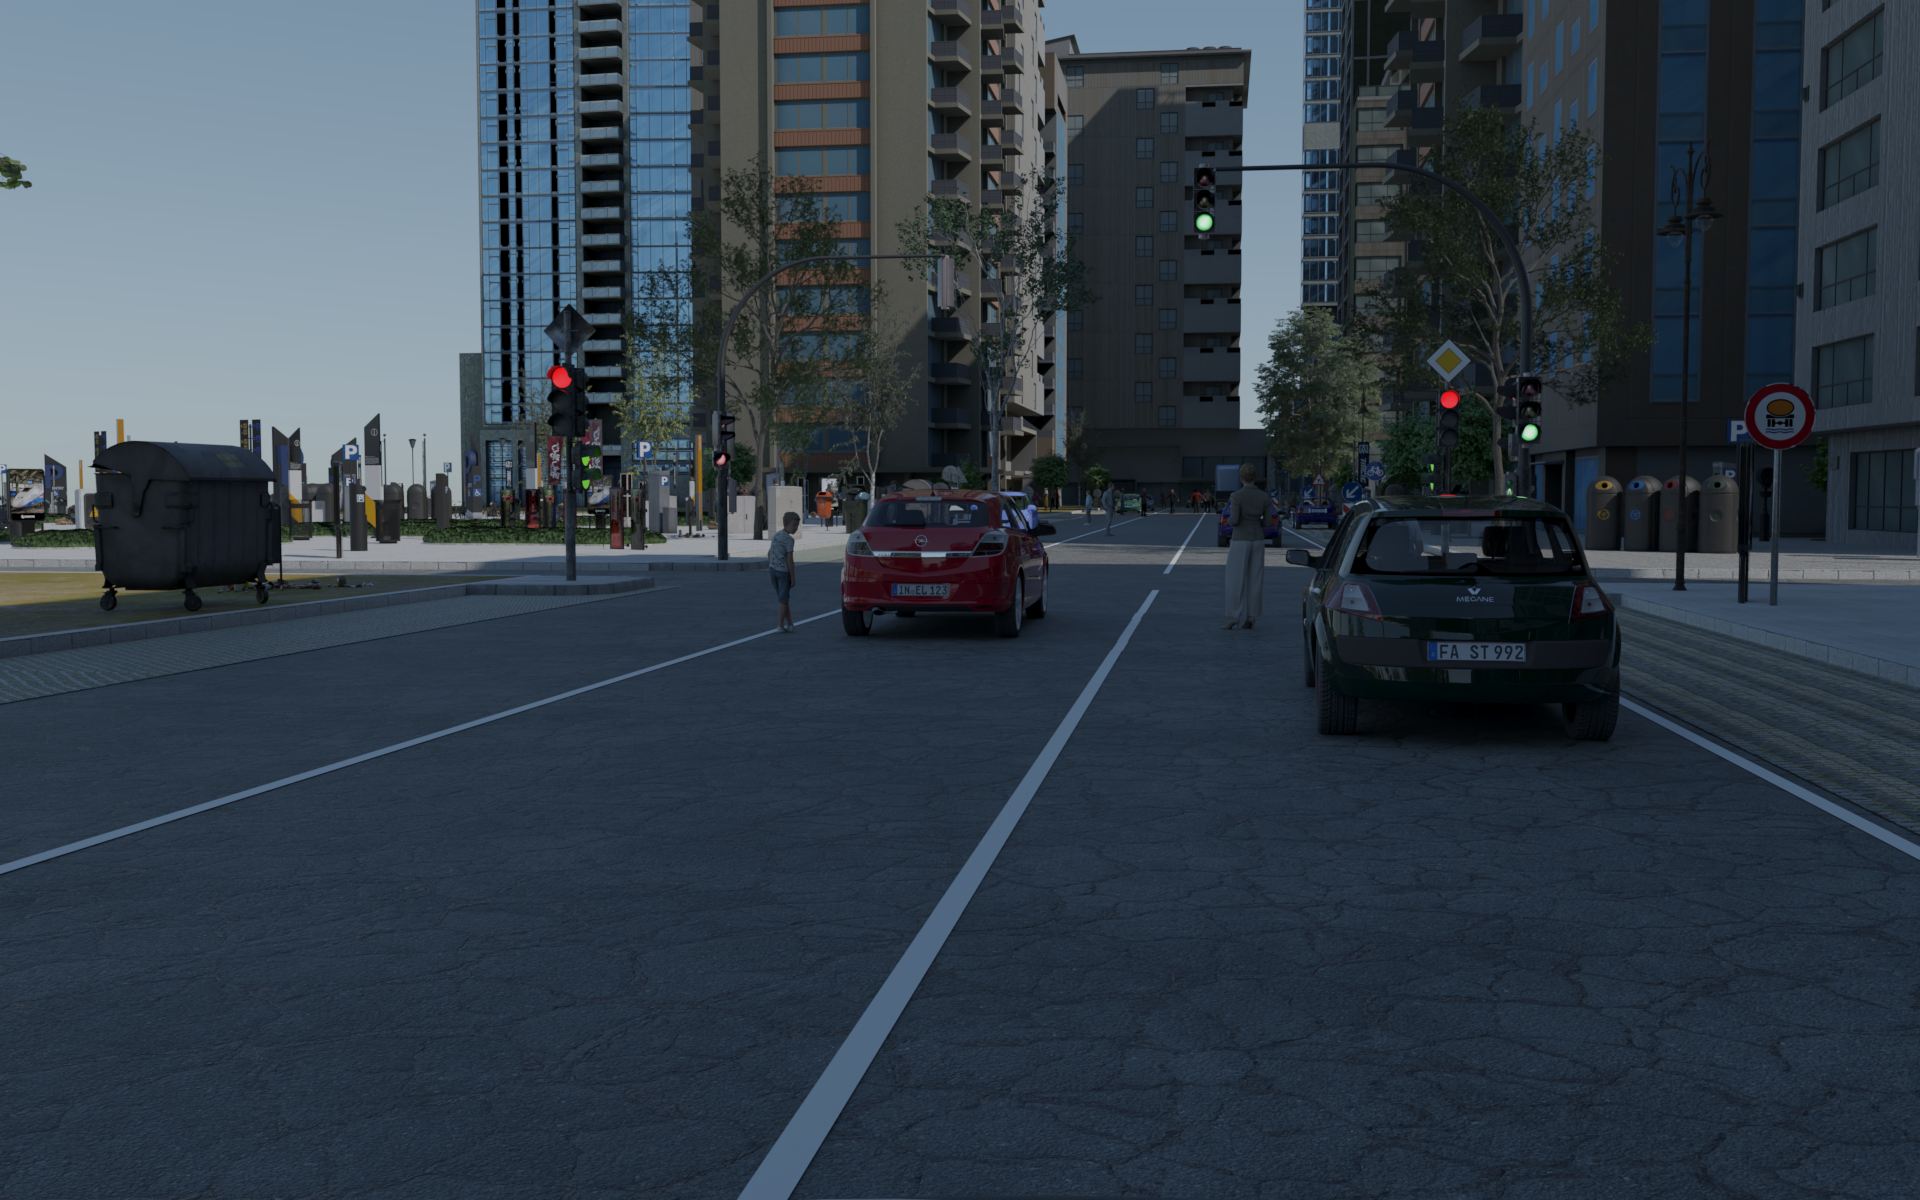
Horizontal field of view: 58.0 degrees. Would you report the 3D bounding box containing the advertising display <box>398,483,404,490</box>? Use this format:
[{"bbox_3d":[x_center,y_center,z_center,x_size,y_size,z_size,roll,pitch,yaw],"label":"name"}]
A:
[{"bbox_3d":[-32.831,-5.903,101.720,0.123,1.923,0.974,-2,4,-30],"label":"advertising display"}]

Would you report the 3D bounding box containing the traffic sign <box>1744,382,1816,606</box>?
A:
[{"bbox_3d":[9.369,-1.209,19.870,0.768,2.556,0.104,1,4,9],"label":"traffic sign"}]

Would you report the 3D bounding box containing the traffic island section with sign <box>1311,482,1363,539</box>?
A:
[{"bbox_3d":[12.509,-2.896,55.979,1.989,1.847,2.006,1,4,8],"label":"traffic island section with sign"}]

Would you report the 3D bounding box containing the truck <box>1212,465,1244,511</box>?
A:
[{"bbox_3d":[24.040,-10.073,154.445,2.967,4.110,18.799,0,4,8],"label":"truck"}]

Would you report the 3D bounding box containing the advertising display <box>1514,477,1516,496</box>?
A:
[{"bbox_3d":[21.589,-3.750,66.531,0.974,1.923,0.123,3,5,43],"label":"advertising display"}]

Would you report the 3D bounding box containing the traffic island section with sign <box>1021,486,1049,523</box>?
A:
[{"bbox_3d":[3.297,-4.645,84.576,1.989,1.847,2.006,1,4,8],"label":"traffic island section with sign"}]

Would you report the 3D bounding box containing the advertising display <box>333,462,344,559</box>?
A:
[{"bbox_3d":[-12.472,-1.808,34.775,0.123,1.923,0.974,-1,4,-15],"label":"advertising display"}]

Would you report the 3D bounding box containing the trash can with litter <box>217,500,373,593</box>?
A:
[{"bbox_3d":[-9.029,-0.758,23.452,2.233,1.210,1.678,-3,4,-36],"label":"trash can with litter"}]

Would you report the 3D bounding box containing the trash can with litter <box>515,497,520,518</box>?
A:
[{"bbox_3d":[-16.495,-3.199,63.688,0.624,1.170,1.055,-1,4,-19],"label":"trash can with litter"}]

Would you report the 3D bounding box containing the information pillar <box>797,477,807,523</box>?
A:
[{"bbox_3d":[-6.959,-4.357,75.729,0.304,2.012,0.304,-1,4,-11],"label":"information pillar"}]

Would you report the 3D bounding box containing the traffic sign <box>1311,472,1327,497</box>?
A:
[{"bbox_3d":[20.988,-6.196,101.303,0.884,2.594,0.081,1,4,9],"label":"traffic sign"}]

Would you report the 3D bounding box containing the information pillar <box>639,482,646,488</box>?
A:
[{"bbox_3d":[-18.904,-6.030,103.084,0.304,2.012,0.304,2,4,23],"label":"information pillar"}]

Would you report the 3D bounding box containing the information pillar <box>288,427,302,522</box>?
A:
[{"bbox_3d":[-23.293,-4.241,60.695,0.183,3.616,0.504,2,4,31],"label":"information pillar"}]

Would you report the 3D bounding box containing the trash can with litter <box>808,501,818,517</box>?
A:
[{"bbox_3d":[-8.388,-5.156,95.685,1.055,1.170,0.624,0,4,-7],"label":"trash can with litter"}]

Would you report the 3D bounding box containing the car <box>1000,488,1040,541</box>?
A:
[{"bbox_3d":[1.338,-2.550,51.280,1.945,1.707,3.694,1,4,10],"label":"car"}]

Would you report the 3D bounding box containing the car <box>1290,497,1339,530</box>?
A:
[{"bbox_3d":[14.507,-3.559,70.766,1.945,1.354,3.894,1,4,8],"label":"car"}]

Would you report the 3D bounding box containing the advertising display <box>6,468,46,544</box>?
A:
[{"bbox_3d":[-23.617,-2.361,43.812,0.123,1.923,0.974,2,4,27],"label":"advertising display"}]

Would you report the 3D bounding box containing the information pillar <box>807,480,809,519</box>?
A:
[{"bbox_3d":[-8.145,-5.275,90.735,0.304,2.012,0.304,-3,4,-39],"label":"information pillar"}]

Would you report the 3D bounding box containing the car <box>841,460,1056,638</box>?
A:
[{"bbox_3d":[-0.068,-0.602,18.877,2.155,1.783,4.494,1,4,8],"label":"car"}]

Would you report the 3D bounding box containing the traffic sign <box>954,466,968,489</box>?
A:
[{"bbox_3d":[-0.086,-4.909,80.270,0.884,2.594,0.081,1,4,12],"label":"traffic sign"}]

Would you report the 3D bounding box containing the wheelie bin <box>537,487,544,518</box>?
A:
[{"bbox_3d":[-18.284,-4.095,74.854,0.693,1.594,0.980,3,4,39],"label":"wheelie bin"}]

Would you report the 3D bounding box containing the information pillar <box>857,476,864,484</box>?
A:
[{"bbox_3d":[-4.143,-4.138,72.144,0.304,2.012,0.304,0,4,-6],"label":"information pillar"}]

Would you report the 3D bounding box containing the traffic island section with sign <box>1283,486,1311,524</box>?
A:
[{"bbox_3d":[16.469,-4.527,82.643,1.989,1.847,2.006,1,4,8],"label":"traffic island section with sign"}]

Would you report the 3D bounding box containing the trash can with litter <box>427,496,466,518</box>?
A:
[{"bbox_3d":[-24.758,-4.369,82.489,1.678,1.210,2.233,3,4,36],"label":"trash can with litter"}]

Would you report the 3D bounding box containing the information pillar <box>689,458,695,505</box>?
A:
[{"bbox_3d":[-17.205,-7.327,111.150,0.183,3.616,0.504,1,4,22],"label":"information pillar"}]

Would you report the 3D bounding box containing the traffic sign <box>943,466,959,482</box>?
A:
[{"bbox_3d":[-0.440,-4.734,77.507,0.768,2.556,0.104,1,4,14],"label":"traffic sign"}]

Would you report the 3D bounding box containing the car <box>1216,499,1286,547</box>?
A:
[{"bbox_3d":[8.051,-2.166,47.989,1.945,1.354,3.894,1,4,10],"label":"car"}]

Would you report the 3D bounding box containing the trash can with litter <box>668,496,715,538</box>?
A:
[{"bbox_3d":[-8.103,-2.454,51.185,1.678,1.210,2.233,0,4,-6],"label":"trash can with litter"}]

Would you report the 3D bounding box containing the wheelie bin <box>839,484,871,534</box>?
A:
[{"bbox_3d":[-3.334,-2.938,55.952,0.980,1.594,0.693,1,4,19],"label":"wheelie bin"}]

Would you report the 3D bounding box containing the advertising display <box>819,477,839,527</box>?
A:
[{"bbox_3d":[-5.108,-3.817,67.614,0.123,1.923,0.974,3,5,40],"label":"advertising display"}]

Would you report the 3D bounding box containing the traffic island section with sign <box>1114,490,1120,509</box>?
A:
[{"bbox_3d":[14.662,-9.324,161.081,1.989,1.847,2.006,1,4,8],"label":"traffic island section with sign"}]

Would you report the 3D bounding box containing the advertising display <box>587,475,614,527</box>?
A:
[{"bbox_3d":[-12.180,-3.271,58.695,0.974,1.923,0.123,1,4,18],"label":"advertising display"}]

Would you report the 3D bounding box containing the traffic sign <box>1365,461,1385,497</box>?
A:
[{"bbox_3d":[16.046,-4.089,66.968,0.768,2.556,0.104,1,4,13],"label":"traffic sign"}]

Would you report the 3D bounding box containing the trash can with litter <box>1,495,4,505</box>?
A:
[{"bbox_3d":[-59.748,-5.909,107.663,1.678,1.210,2.233,1,4,9],"label":"trash can with litter"}]

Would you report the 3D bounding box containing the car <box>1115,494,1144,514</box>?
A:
[{"bbox_3d":[12.672,-7.161,128.873,2.131,1.459,4.920,1,4,10],"label":"car"}]

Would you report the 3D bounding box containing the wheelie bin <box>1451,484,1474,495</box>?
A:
[{"bbox_3d":[16.247,-2.952,56.169,0.980,1.594,0.693,-3,4,-37],"label":"wheelie bin"}]

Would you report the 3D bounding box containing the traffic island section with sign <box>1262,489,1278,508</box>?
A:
[{"bbox_3d":[23.875,-7.575,132.481,1.989,1.847,2.006,1,4,8],"label":"traffic island section with sign"}]

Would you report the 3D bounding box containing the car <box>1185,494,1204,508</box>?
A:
[{"bbox_3d":[24.385,-10.252,179.416,2.131,1.459,4.920,1,4,9],"label":"car"}]

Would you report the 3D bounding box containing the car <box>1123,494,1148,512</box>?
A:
[{"bbox_3d":[13.769,-7.623,136.426,2.131,1.459,4.920,1,4,8],"label":"car"}]

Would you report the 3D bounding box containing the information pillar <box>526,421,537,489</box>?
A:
[{"bbox_3d":[-13.855,-3.958,56.064,0.504,3.616,0.183,3,4,39],"label":"information pillar"}]

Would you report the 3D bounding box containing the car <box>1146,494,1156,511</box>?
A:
[{"bbox_3d":[15.918,-8.422,149.699,2.014,1.417,4.499,0,4,8],"label":"car"}]

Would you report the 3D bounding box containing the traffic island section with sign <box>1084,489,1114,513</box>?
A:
[{"bbox_3d":[10.704,-7.694,134.417,1.989,1.847,2.006,1,4,8],"label":"traffic island section with sign"}]

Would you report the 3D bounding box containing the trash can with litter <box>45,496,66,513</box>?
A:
[{"bbox_3d":[-42.713,-4.270,81.199,1.055,1.170,0.624,0,4,-7],"label":"trash can with litter"}]

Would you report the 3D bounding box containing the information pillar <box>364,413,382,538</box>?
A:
[{"bbox_3d":[-16.983,-3.596,50.153,0.504,3.616,0.183,1,4,11],"label":"information pillar"}]

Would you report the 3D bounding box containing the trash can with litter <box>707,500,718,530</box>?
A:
[{"bbox_3d":[-8.677,-3.127,62.522,0.624,1.170,1.055,1,4,19],"label":"trash can with litter"}]

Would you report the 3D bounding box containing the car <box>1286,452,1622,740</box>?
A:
[{"bbox_3d":[3.202,-0.109,11.568,2.009,1.686,4.222,1,4,10],"label":"car"}]

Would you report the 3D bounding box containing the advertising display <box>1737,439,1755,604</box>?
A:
[{"bbox_3d":[9.360,-0.943,20.633,0.123,1.923,0.974,2,4,27],"label":"advertising display"}]

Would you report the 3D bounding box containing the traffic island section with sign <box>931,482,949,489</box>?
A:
[{"bbox_3d":[-0.681,-3.014,57.914,1.989,1.847,2.006,1,4,8],"label":"traffic island section with sign"}]

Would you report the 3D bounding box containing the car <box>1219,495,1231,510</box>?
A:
[{"bbox_3d":[10.160,-3.172,61.451,1.945,1.707,3.694,0,4,7],"label":"car"}]
